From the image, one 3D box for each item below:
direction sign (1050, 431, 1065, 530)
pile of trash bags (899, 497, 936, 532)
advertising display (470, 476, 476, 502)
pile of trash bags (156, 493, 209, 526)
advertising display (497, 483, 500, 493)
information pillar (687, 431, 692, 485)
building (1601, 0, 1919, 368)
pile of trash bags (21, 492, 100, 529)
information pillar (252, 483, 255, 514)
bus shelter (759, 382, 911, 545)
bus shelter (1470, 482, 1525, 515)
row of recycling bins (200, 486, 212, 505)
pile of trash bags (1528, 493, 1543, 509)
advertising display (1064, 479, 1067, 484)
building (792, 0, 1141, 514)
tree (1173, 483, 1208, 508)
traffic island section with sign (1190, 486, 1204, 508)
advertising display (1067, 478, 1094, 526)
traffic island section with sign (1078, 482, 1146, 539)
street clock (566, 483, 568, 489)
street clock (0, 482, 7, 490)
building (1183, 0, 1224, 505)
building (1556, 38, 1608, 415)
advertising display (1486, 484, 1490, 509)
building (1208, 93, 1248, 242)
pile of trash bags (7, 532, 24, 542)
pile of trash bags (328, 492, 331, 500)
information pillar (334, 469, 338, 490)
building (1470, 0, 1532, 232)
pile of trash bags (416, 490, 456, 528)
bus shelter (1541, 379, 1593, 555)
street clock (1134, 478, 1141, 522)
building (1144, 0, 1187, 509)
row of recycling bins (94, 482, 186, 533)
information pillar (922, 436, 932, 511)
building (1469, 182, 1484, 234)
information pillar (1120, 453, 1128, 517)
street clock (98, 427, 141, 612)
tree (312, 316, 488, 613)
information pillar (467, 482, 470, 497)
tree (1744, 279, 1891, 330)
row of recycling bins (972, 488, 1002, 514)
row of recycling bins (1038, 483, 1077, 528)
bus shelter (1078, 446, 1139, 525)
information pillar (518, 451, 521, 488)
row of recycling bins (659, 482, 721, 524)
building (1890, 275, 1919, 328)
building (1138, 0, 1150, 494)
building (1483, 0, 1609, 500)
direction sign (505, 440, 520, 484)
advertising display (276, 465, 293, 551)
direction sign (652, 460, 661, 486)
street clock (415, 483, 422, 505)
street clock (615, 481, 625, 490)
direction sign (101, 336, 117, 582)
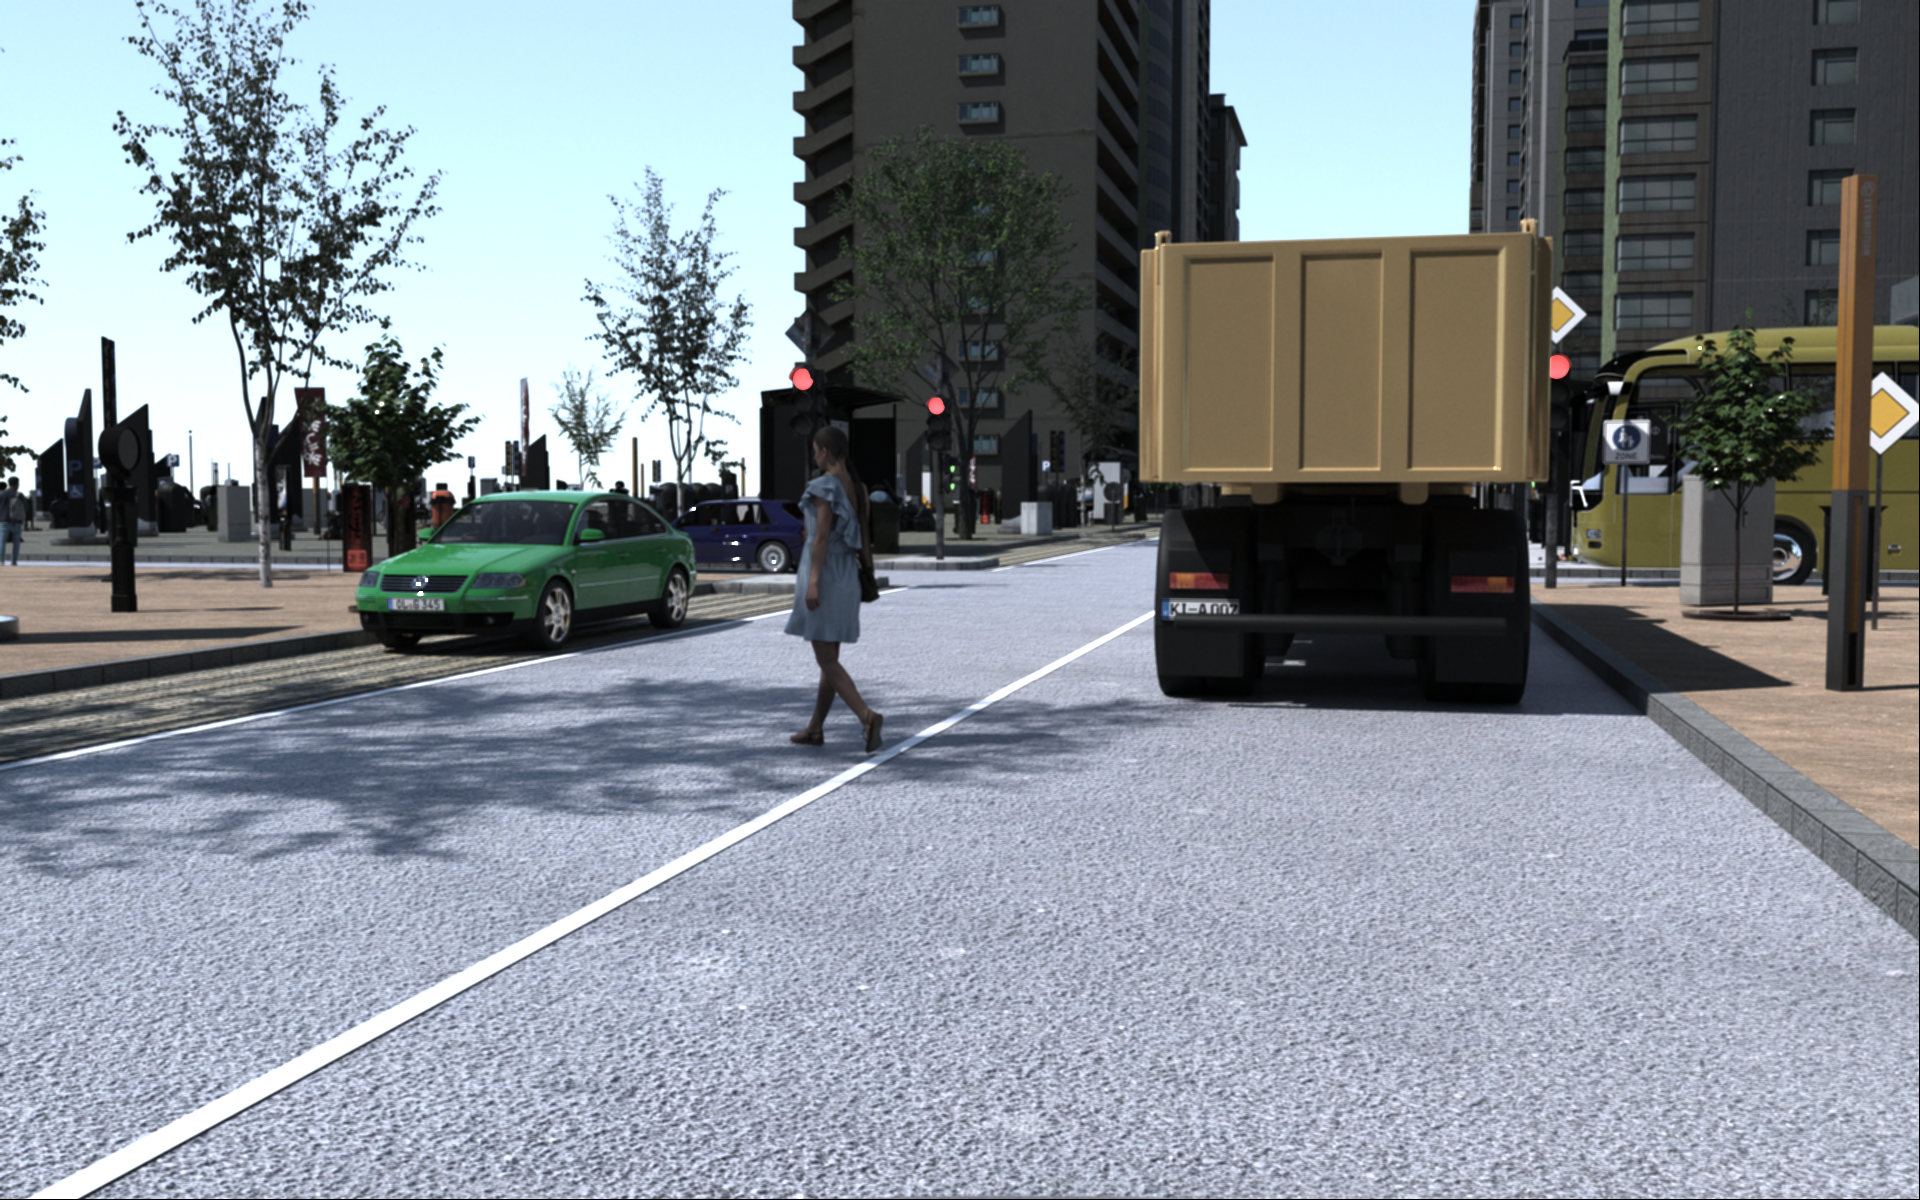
[{"bbox_3d":[3.489,-4.290,62.142,0.379,3.537,0.876,3,4,37],"label":"direction sign"},{"bbox_3d":[-2.615,-2.995,58.725,3.447,1.369,1.912,-1,4,-21],"label":"pile of trash bags"},{"bbox_3d":[-17.064,-3.394,60.698,0.123,1.923,0.974,-1,4,-12],"label":"advertising display"},{"bbox_3d":[-31.577,-3.682,69.948,1.912,1.369,3.447,0,4,4],"label":"pile of trash bags"},{"bbox_3d":[-27.282,-5.918,101.977,0.123,1.923,0.974,0,4,5],"label":"advertising display"},{"bbox_3d":[-9.982,-4.433,63.836,0.183,3.616,0.504,-1,4,-19],"label":"information pillar"},{"bbox_3d":[37.123,-24.245,79.997,14.154,41.232,14.086,1,4,14],"label":"building"},{"bbox_3d":[-33.539,-3.340,64.359,3.447,1.369,1.912,-1,4,-12],"label":"pile of trash bags"},{"bbox_3d":[-46.338,-6.687,113.829,0.304,2.012,0.304,0,4,-6],"label":"information pillar"},{"bbox_3d":[-2.744,-2.950,39.520,1.731,3.624,6.357,1,4,13],"label":"bus shelter"},{"bbox_3d":[18.677,-4.062,60.332,2.014,3.302,5.546,1,4,13],"label":"bus shelter"},{"bbox_3d":[-37.193,-4.854,86.482,1.069,1.692,3.534,-1,4,-14],"label":"row of recycling bins"},{"bbox_3d":[30.976,-5.232,95.303,3.447,1.369,1.912,-1,4,-17],"label":"pile of trash bags"},{"bbox_3d":[4.654,-4.323,75.900,0.123,1.923,0.974,0,4,-3],"label":"advertising display"},{"bbox_3d":[0.581,-30.430,121.226,21.300,48.544,21.600,1,4,14],"label":"building"},{"bbox_3d":[12.898,-7.025,98.579,4.285,4.588,4.351,0,3,0],"label":"tree"},{"bbox_3d":[11.271,-4.501,82.226,1.989,1.847,2.006,1,4,14],"label":"traffic island section with sign"},{"bbox_3d":[4.947,-3.982,70.324,0.974,1.923,0.123,1,4,13],"label":"advertising display"},{"bbox_3d":[4.957,-2.898,56.018,1.989,1.847,2.006,1,4,14],"label":"traffic island section with sign"},{"bbox_3d":[-24.662,-6.315,107.824,0.358,2.002,0.471,3,4,37],"label":"street clock"},{"bbox_3d":[-55.790,-5.894,100.943,0.358,2.002,0.471,2,4,33],"label":"street clock"},{"bbox_3d":[21.690,-47.216,210.230,20.563,71.187,20.611,1,4,14],"label":"building"},{"bbox_3d":[45.913,-20.844,112.498,14.160,30.474,14.107,1,4,14],"label":"building"},{"bbox_3d":[14.719,-2.628,48.182,0.123,1.923,0.974,1,4,12],"label":"advertising display"},{"bbox_3d":[23.487,-39.500,235.055,28.713,52.752,27.495,1,4,14],"label":"building"},{"bbox_3d":[-26.661,-2.226,46.155,3.447,1.369,1.912,2,4,31],"label":"pile of trash bags"},{"bbox_3d":[-28.197,-4.066,76.227,1.912,1.369,3.447,-1,4,-8],"label":"pile of trash bags"},{"bbox_3d":[-37.241,-6.850,103.347,0.183,3.616,0.504,0,4,-5],"label":"information pillar"},{"bbox_3d":[80.423,-49.258,243.612,20.563,71.187,20.611,1,4,14],"label":"building"},{"bbox_3d":[-11.300,-2.008,42.583,3.447,1.369,1.912,0,4,-2],"label":"pile of trash bags"},{"bbox_3d":[13.540,-2.848,37.850,1.731,3.624,6.357,1,4,14],"label":"bus shelter"},{"bbox_3d":[8.086,-4.548,78.923,0.358,2.002,0.471,1,4,21],"label":"street clock"},{"bbox_3d":[8.890,-37.853,160.893,21.231,58.520,28.212,1,4,14],"label":"building"},{"bbox_3d":[-27.460,-3.061,57.158,3.534,1.692,1.069,-3,4,-36],"label":"row of recycling bins"},{"bbox_3d":[-1.245,-4.559,65.894,0.183,3.616,0.504,-3,5,-41],"label":"information pillar"},{"bbox_3d":[73.711,-33.256,227.337,14.154,41.232,14.086,1,4,14],"label":"building"},{"bbox_3d":[9.342,-6.576,98.880,0.504,3.616,0.183,1,4,18],"label":"information pillar"},{"bbox_3d":[-9.100,-0.870,18.800,0.358,2.002,0.471,0,4,4],"label":"street clock"},{"bbox_3d":[-6.321,-1.493,19.014,1.663,3.219,1.824,0,3,0],"label":"tree"},{"bbox_3d":[-29.484,-6.114,104.460,0.304,2.012,0.304,2,4,34],"label":"information pillar"},{"bbox_3d":[28.648,-6.646,59.026,4.360,8.622,3.978,0,3,0],"label":"tree"},{"bbox_3d":[2.126,-6.273,109.668,3.534,1.692,1.069,2,4,30],"label":"row of recycling bins"},{"bbox_3d":[3.760,-3.641,66.648,1.069,1.692,3.534,1,4,19],"label":"row of recycling bins"},{"bbox_3d":[6.595,-4.963,75.068,2.014,3.302,5.546,1,4,14],"label":"bus shelter"},{"bbox_3d":[-23.482,-6.216,92.983,0.504,3.616,0.183,0,4,8],"label":"information pillar"},{"bbox_3d":[-9.574,-3.321,61.411,1.069,1.692,3.534,2,4,24],"label":"row of recycling bins"},{"bbox_3d":[40.065,-44.378,38.248,31.000,86.520,22.319,1,4,14],"label":"building"},{"bbox_3d":[7.256,-27.878,139.407,14.154,41.232,14.086,1,4,14],"label":"building"},{"bbox_3d":[72.719,-40.544,204.888,21.231,58.520,28.212,1,4,14],"label":"building"},{"bbox_3d":[-18.968,-4.982,73.446,0.876,3.537,0.379,3,4,37],"label":"direction sign"},{"bbox_3d":[-15.337,-2.086,39.313,0.123,1.923,0.974,-2,4,-34],"label":"advertising display"},{"bbox_3d":[-20.096,-7.512,114.812,0.876,3.537,0.379,3,5,42],"label":"direction sign"},{"bbox_3d":[-29.075,-5.391,92.710,0.471,2.002,0.358,1,4,15],"label":"street clock"},{"bbox_3d":[-18.665,-5.536,95.079,0.471,2.002,0.358,1,4,22],"label":"street clock"},{"bbox_3d":[-12.405,-2.038,25.324,0.379,3.537,0.876,-1,4,-16],"label":"direction sign"}]
